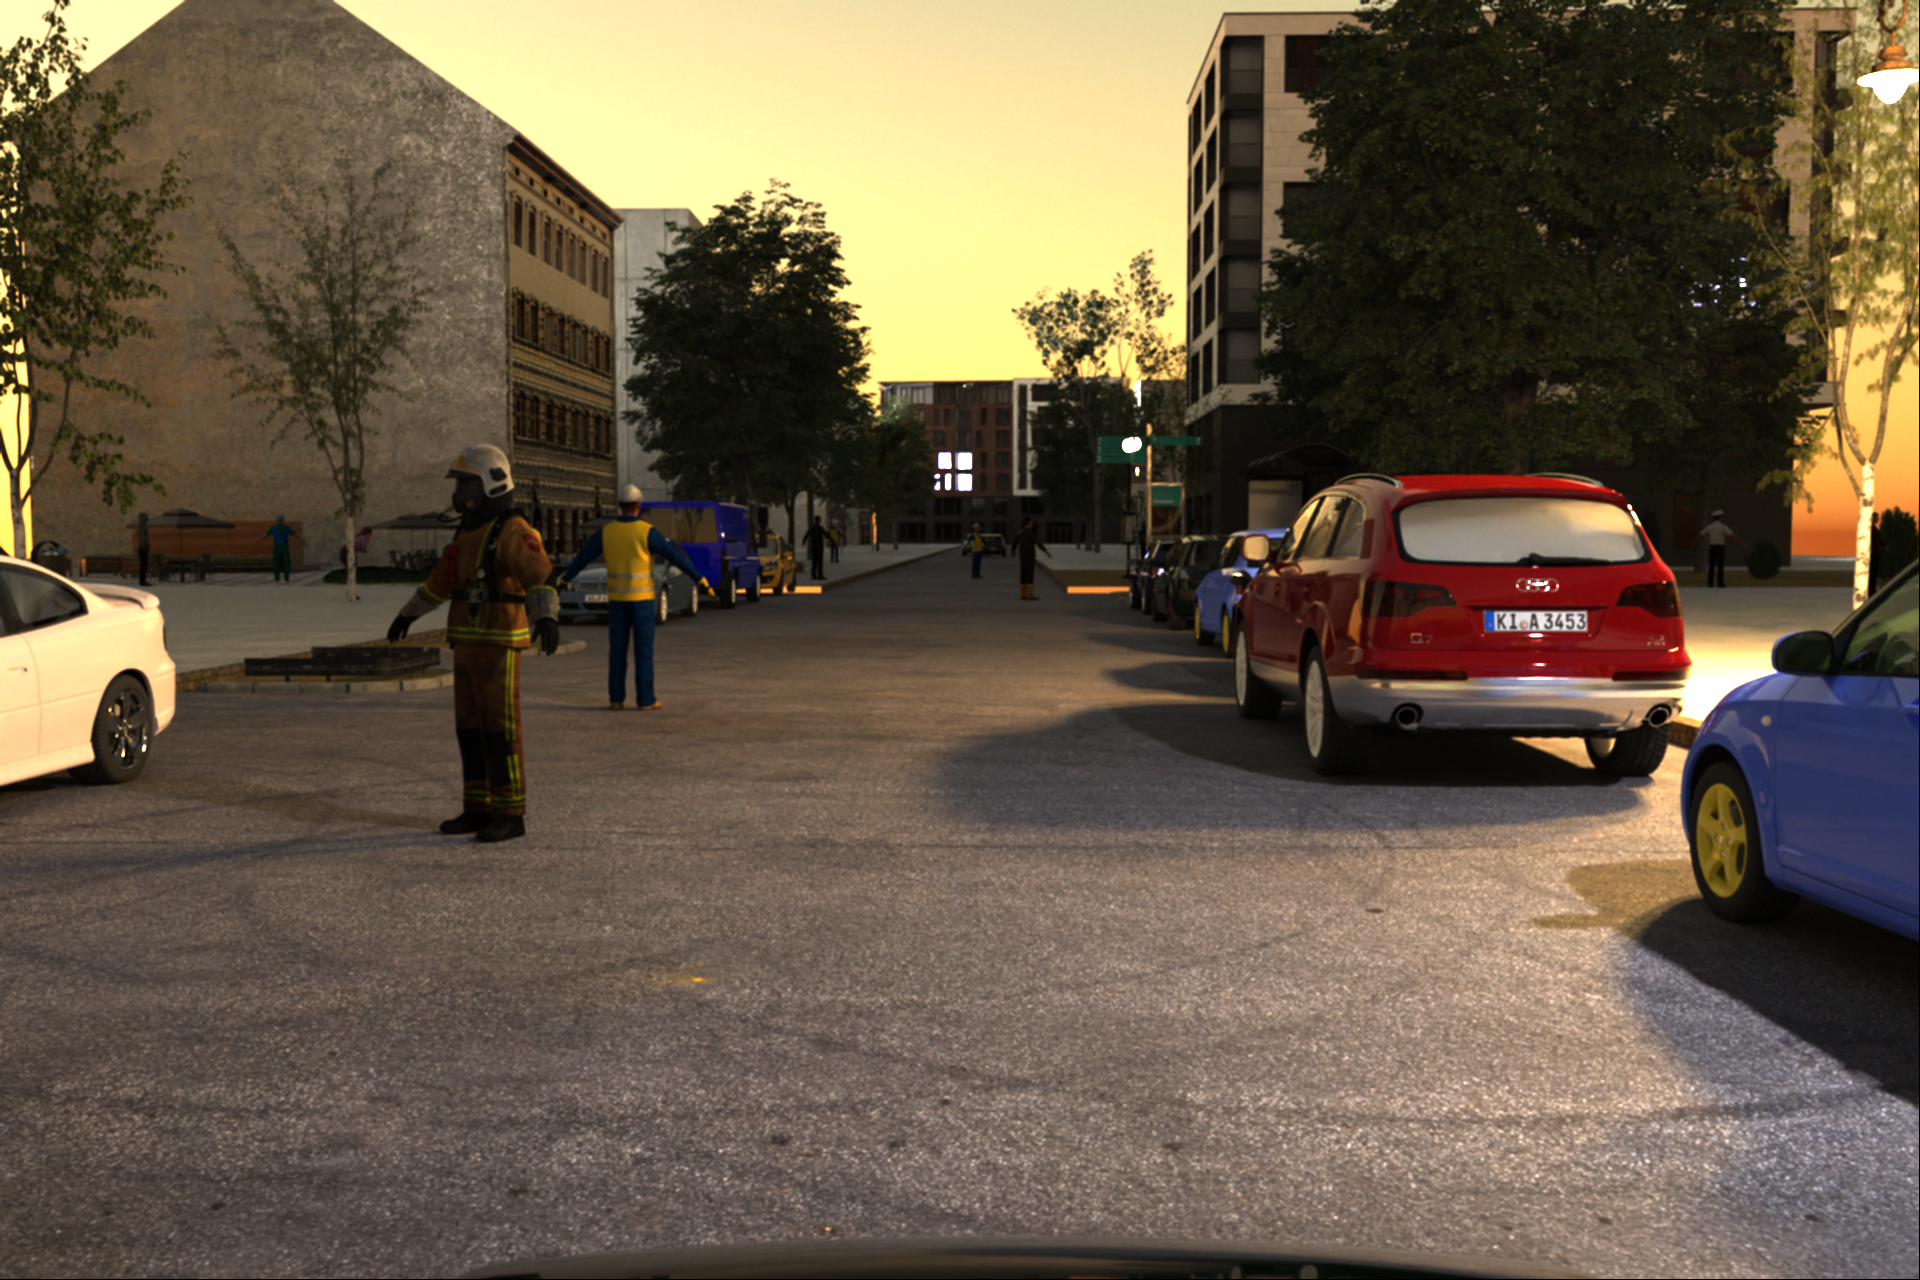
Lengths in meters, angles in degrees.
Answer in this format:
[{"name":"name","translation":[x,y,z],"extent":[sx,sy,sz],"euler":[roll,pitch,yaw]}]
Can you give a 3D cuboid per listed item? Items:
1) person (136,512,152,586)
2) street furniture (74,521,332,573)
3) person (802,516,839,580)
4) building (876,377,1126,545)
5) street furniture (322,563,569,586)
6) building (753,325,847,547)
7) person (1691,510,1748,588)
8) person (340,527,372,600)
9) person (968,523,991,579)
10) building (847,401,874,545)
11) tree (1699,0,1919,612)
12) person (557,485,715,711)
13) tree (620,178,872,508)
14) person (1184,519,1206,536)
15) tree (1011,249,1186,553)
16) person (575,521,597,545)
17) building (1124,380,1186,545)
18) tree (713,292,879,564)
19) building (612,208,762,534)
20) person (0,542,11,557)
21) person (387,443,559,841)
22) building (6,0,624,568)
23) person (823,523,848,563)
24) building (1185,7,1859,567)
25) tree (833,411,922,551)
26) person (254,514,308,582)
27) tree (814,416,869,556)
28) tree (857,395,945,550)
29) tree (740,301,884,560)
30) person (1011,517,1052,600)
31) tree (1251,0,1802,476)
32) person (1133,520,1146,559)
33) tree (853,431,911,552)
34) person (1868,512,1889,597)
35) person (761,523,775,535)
[{"name":"person","translation":[-20.147,-2.243,42.803],"extent":[0.705,1.813,1.348],"euler":[-2,4,-24]},{"name":"street furniture","translation":[-26.827,-3.209,59.326],"extent":[9.812,1.723,11.010],"euler":[-1,4,-9]},{"name":"person","translation":[-3.994,-2.606,48.829],"extent":[1.346,1.802,0.704],"euler":[3,4,38]},{"name":"building","translation":[6.262,-24.004,238.898],"extent":[32.646,21.610,27.936],"euler":[0,4,6]},{"name":"street furniture","translation":[-11.507,-1.877,46.314],"extent":[10.072,0.657,5.734],"euler":[-1,4,-9]},{"name":"building","translation":[-21.678,-21.064,175.319],"extent":[19.493,23.208,18.063],"euler":[0,4,2]},{"name":"person","translation":[18.194,-2.190,41.599],"extent":[0.704,1.855,1.343],"euler":[-3,5,-43]},{"name":"person","translation":[-11.799,-1.504,33.871],"extent":[0.421,1.427,0.697],"euler":[2,4,35]},{"name":"person","translation":[0.598,-2.829,55.169],"extent":[0.721,1.772,1.216],"euler":[2,4,35]},{"name":"building","translation":[-20.518,-22.988,206.790],"extent":[19.493,23.208,18.063],"euler":[0,4,2]},{"name":"tree","translation":[9.469,-4.154,18.279],"extent":[4.360,8.622,3.978],"euler":[0,3,0]},{"name":"person","translation":[-2.679,-0.350,14.146],"extent":[1.349,1.833,0.705],"euler":[0,4,7]},{"name":"tree","translation":[-8.136,-9.581,63.306],"extent":[9.857,13.997,8.962],"euler":[0,3,0]},{"name":"person","translation":[8.623,-3.496,63.301],"extent":[1.345,1.843,0.704],"euler":[-1,4,-11]},{"name":"tree","translation":[10.043,-15.905,115.940],"extent":[12.611,20.169,13.585],"euler":[0,3,0]},{"name":"person","translation":[-15.115,-3.956,70.862],"extent":[1.347,1.806,0.705],"euler":[-2,4,-29]},{"name":"building","translation":[29.141,-20.807,206.649],"extent":[16.747,18.905,31.486],"euler":[0,4,1]},{"name":"tree","translation":[-7.363,-9.108,74.668],"extent":[9.928,11.665,9.643],"euler":[0,3,0]},{"name":"building","translation":[-22.927,-14.903,110.117],"extent":[16.747,18.905,31.486],"euler":[0,4,1]},{"name":"person","translation":[-13.063,-0.876,23.531],"extent":[0.599,1.438,0.989],"euler":[0,4,3]},{"name":"person","translation":[-2.261,0.002,8.194],"extent":[1.354,1.858,0.705],"euler":[3,5,42]},{"name":"building","translation":[-26.068,-14.897,74.496],"extent":[19.493,23.208,18.063],"euler":[0,4,1]},{"name":"person","translation":[-5.548,-4.305,76.846],"extent":[1.216,1.772,0.721],"euler":[1,4,11]},{"name":"building","translation":[24.721,-14.694,84.220],"extent":[27.936,21.610,32.646],"euler":[0,4,2]},{"name":"tree","translation":[-6.474,-11.957,129.909],"extent":[7.601,10.594,8.767],"euler":[-3,5,-41]},{"name":"person","translation":[-18.283,-2.479,46.654],"extent":[1.347,1.817,0.704],"euler":[-1,4,-20]},{"name":"tree","translation":[-6.771,-9.252,101.625],"extent":[4.360,8.622,3.978],"euler":[0,3,0]},{"name":"tree","translation":[-5.026,-13.616,140.755],"extent":[7.486,12.596,7.792],"euler":[0,3,0]},{"name":"tree","translation":[-7.718,-10.171,84.415],"extent":[7.486,12.596,7.792],"euler":[0,3,0]},{"name":"person","translation":[1.493,-1.781,37.708],"extent":[0.704,1.812,1.346],"euler":[-3,4,-36]},{"name":"tree","translation":[9.957,-7.615,31.154],"extent":[9.857,13.997,8.962],"euler":[0,3,0]},{"name":"person","translation":[7.390,-3.901,69.558],"extent":[1.354,1.856,0.705],"euler":[-3,5,-45]},{"name":"tree","translation":[-5.866,-10.439,121.040],"extent":[4.737,8.622,4.395],"euler":[0,3,0]},{"name":"person","translation":[18.768,-1.753,35.475],"extent":[1.215,1.729,0.721],"euler":[-3,5,-45]},{"name":"person","translation":[-8.068,-4.040,71.917],"extent":[1.347,1.847,0.705],"euler":[-2,4,-35]}]
